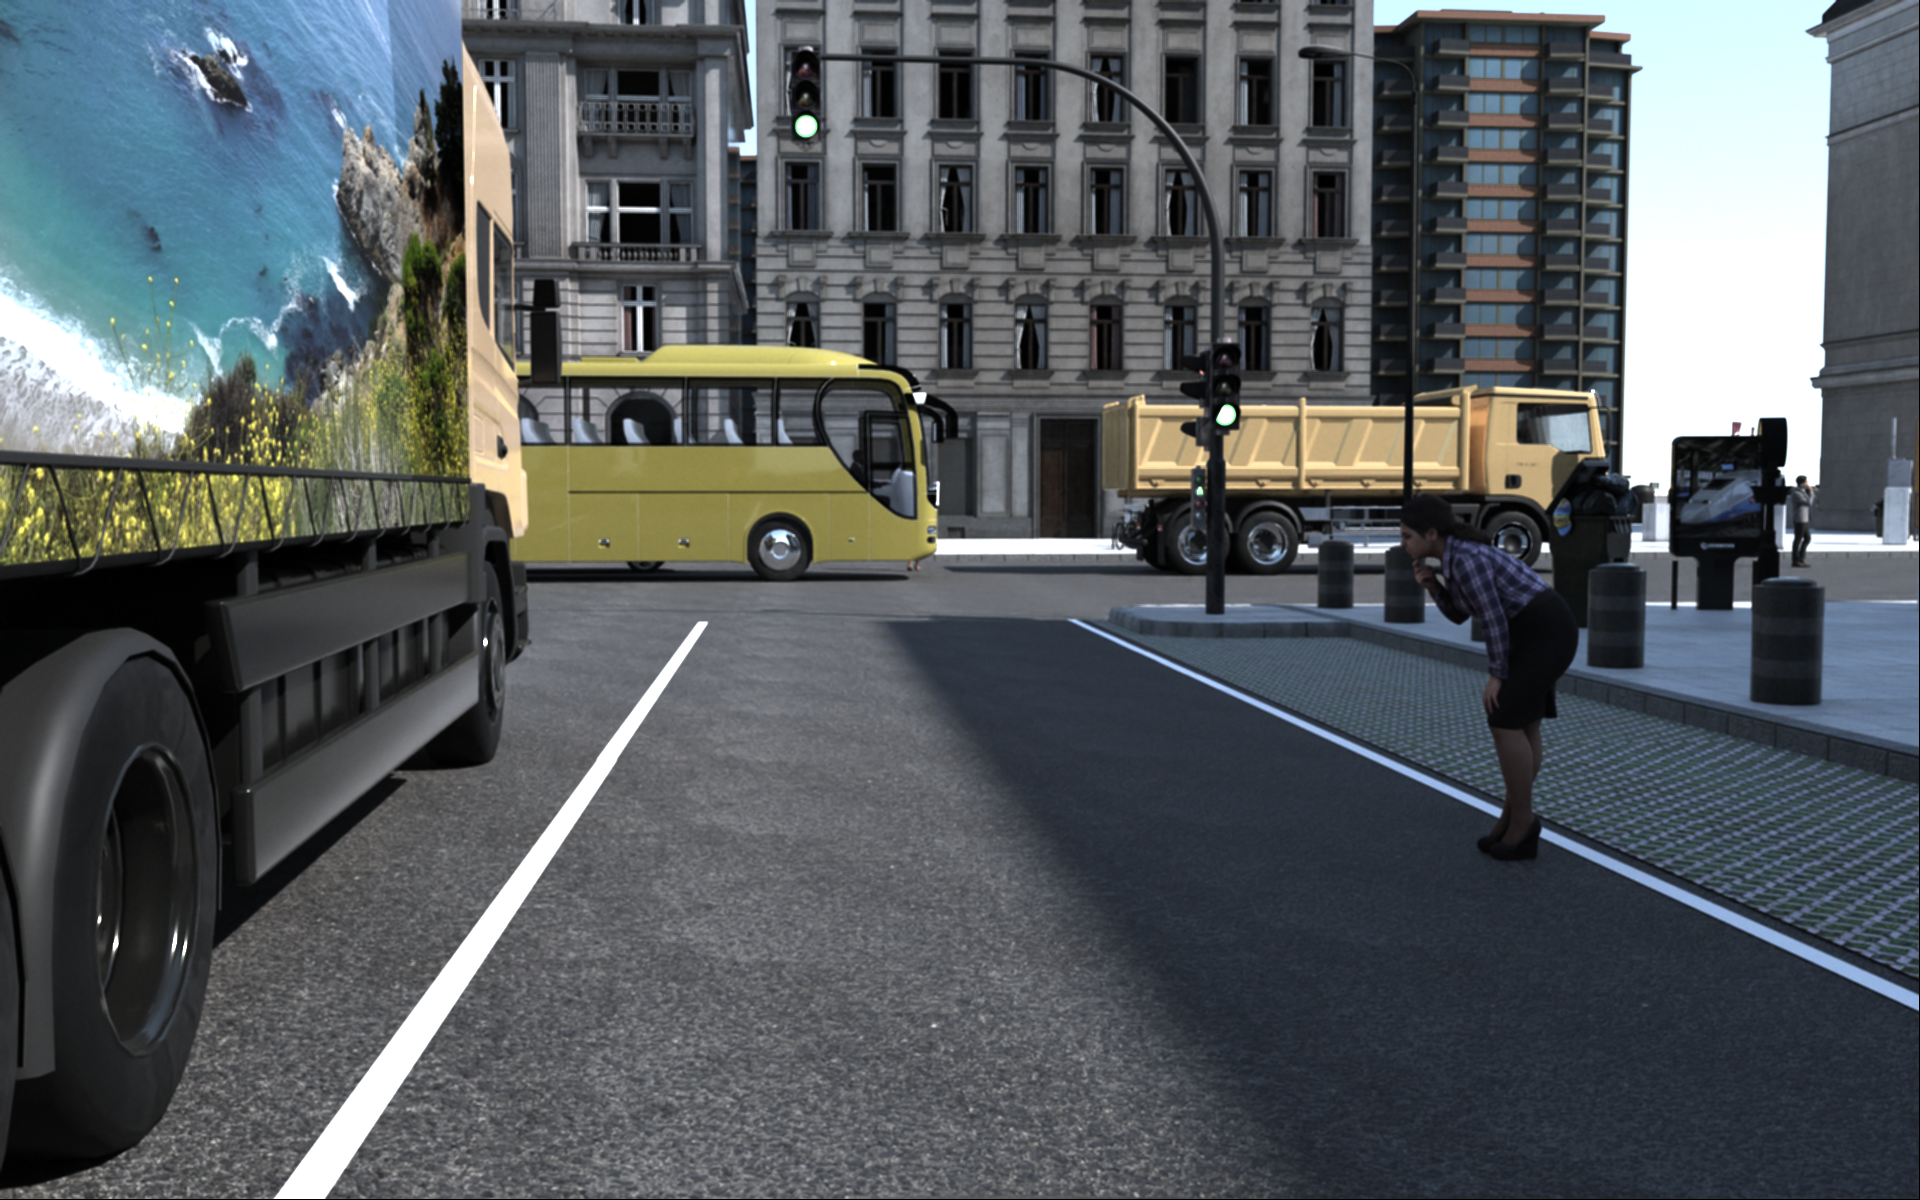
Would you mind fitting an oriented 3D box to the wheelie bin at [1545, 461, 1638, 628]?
[{"bbox_3d":[6.136,-0.543,16.793,0.693,1.594,0.980,3,5,44],"label":"wheelie bin"}]

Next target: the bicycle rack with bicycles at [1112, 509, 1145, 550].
[{"bbox_3d":[4.596,-1.643,40.243,2.925,0.926,2.852,-3,5,-44],"label":"bicycle rack with bicycles"}]

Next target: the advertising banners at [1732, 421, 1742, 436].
[{"bbox_3d":[18.159,-2.761,41.326,2.074,3.025,0.090,-3,5,-41],"label":"advertising banners"}]

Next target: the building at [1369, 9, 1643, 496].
[{"bbox_3d":[46.876,-30.902,159.872,28.867,44.769,22.147,0,4,-5],"label":"building"}]

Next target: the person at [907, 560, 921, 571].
[{"bbox_3d":[-0.795,-1.447,32.258,0.616,1.811,0.778,0,4,7],"label":"person"}]

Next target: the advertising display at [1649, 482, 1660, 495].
[{"bbox_3d":[37.748,-5.442,94.185,0.974,1.923,0.123,-3,5,-44],"label":"advertising display"}]

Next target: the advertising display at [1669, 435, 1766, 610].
[{"bbox_3d":[8.371,-0.853,19.160,0.974,1.923,0.123,0,4,8],"label":"advertising display"}]

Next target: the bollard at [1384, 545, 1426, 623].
[{"bbox_3d":[4.458,-0.161,17.356,0.404,0.777,0.398,0,3,0],"label":"bollard"}]

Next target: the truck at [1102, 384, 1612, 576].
[{"bbox_3d":[7.635,-2.197,31.843,9.791,3.379,3.469,0,4,-6],"label":"truck"}]

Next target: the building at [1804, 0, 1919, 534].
[{"bbox_3d":[32.135,-12.584,56.653,40.483,20.767,10.553,0,4,-5],"label":"building"}]

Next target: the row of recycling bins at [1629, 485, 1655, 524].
[{"bbox_3d":[30.024,-4.230,76.268,1.069,1.692,3.534,2,4,24],"label":"row of recycling bins"}]

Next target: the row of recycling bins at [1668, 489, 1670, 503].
[{"bbox_3d":[30.529,-3.861,70.241,3.534,1.692,1.069,0,4,3],"label":"row of recycling bins"}]

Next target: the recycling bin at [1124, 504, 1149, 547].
[{"bbox_3d":[4.526,-1.835,42.554,0.722,1.027,0.722,3,5,42],"label":"recycling bin"}]

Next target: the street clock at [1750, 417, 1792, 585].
[{"bbox_3d":[7.657,-0.722,16.380,0.358,2.002,0.471,1,4,19],"label":"street clock"}]

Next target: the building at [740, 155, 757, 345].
[{"bbox_3d":[-16.300,-34.451,217.894,28.867,44.769,22.147,0,4,-5],"label":"building"}]

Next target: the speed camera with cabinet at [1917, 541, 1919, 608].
[{"bbox_3d":[11.613,-1.515,19.109,2.038,3.252,0.660,-1,4,-19],"label":"speed camera with cabinet"}]

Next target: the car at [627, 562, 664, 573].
[{"bbox_3d":[-7.250,-1.403,31.984,4.494,1.783,2.155,0,4,-7],"label":"car"}]

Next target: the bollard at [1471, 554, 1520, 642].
[{"bbox_3d":[4.676,-0.025,15.130,0.404,0.777,0.398,0,3,0],"label":"bollard"}]

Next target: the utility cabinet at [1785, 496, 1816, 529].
[{"bbox_3d":[31.327,-3.268,64.601,1.020,1.237,0.306,2,4,30],"label":"utility cabinet"}]

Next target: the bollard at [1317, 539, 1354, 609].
[{"bbox_3d":[4.247,-0.297,19.574,0.404,0.777,0.398,0,3,0],"label":"bollard"}]

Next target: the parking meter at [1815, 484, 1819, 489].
[{"bbox_3d":[50.951,-5.935,102.749,0.399,1.863,0.255,3,4,38],"label":"parking meter"}]

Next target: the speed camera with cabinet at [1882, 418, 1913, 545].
[{"bbox_3d":[23.997,-3.053,44.255,0.660,3.252,2.038,2,4,30],"label":"speed camera with cabinet"}]

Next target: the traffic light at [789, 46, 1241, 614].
[{"bbox_3d":[0.629,-2.657,18.116,4.771,5.953,1.251,0,4,-5],"label":"traffic light"}]

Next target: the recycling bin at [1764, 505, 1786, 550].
[{"bbox_3d":[18.780,-1.695,40.266,0.722,1.027,0.722,2,4,24],"label":"recycling bin"}]

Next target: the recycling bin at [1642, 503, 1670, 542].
[{"bbox_3d":[18.976,-2.101,46.907,0.722,1.027,0.722,0,4,-5],"label":"recycling bin"}]

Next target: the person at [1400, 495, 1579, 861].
[{"bbox_3d":[2.076,0.300,6.823,0.697,1.427,0.421,0,4,2],"label":"person"}]

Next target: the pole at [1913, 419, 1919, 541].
[{"bbox_3d":[26.144,-3.264,47.207,0.158,3.312,0.155,0,3,0],"label":"pole"}]

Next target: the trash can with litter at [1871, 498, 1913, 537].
[{"bbox_3d":[27.533,-2.432,51.155,1.055,1.170,0.624,0,4,-6],"label":"trash can with litter"}]

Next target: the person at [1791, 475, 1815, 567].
[{"bbox_3d":[16.519,-1.546,33.963,0.473,1.802,0.592,3,4,38],"label":"person"}]

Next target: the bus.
[{"bbox_3d":[-6.260,-2.288,28.950,12.252,3.916,2.896,0,4,-5],"label":"bus"}]

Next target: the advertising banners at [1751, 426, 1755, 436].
[{"bbox_3d":[20.172,-2.949,44.409,0.090,3.025,2.074,2,4,33],"label":"advertising banners"}]

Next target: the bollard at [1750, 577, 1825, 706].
[{"bbox_3d":[5.100,0.247,10.679,0.404,0.777,0.398,0,3,0],"label":"bollard"}]

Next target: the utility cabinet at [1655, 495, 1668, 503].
[{"bbox_3d":[32.246,-4.208,79.963,1.020,1.237,0.306,0,4,3],"label":"utility cabinet"}]

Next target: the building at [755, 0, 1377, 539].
[{"bbox_3d":[2.665,-12.506,53.627,18.267,20.994,9.793,0,4,-5],"label":"building"}]

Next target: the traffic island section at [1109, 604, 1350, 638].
[{"bbox_3d":[2.744,0.227,18.573,2.009,0.180,2.903,0,4,-5],"label":"traffic island section"}]

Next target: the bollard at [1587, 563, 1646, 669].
[{"bbox_3d":[4.888,0.111,12.898,0.404,0.777,0.398,0,3,0],"label":"bollard"}]

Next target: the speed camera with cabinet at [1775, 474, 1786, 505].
[{"bbox_3d":[34.639,-4.862,73.836,0.660,3.252,2.038,3,4,39],"label":"speed camera with cabinet"}]

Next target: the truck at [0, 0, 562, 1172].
[{"bbox_3d":[-3.205,-1.025,5.675,2.839,4.237,11.283,0,4,-7],"label":"truck"}]

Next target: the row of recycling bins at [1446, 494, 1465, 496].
[{"bbox_3d":[19.311,-3.419,63.014,3.534,1.692,1.069,-1,4,-14],"label":"row of recycling bins"}]

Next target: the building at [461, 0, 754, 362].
[{"bbox_3d":[-18.584,-12.949,53.514,24.055,21.916,13.314,0,4,-5],"label":"building"}]

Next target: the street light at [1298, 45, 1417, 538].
[{"bbox_3d":[4.192,-2.789,18.144,1.470,5.913,1.316,0,4,-5],"label":"street light"}]

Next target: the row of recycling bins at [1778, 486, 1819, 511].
[{"bbox_3d":[44.035,-5.266,93.211,1.069,1.692,3.534,-3,4,-36],"label":"row of recycling bins"}]
